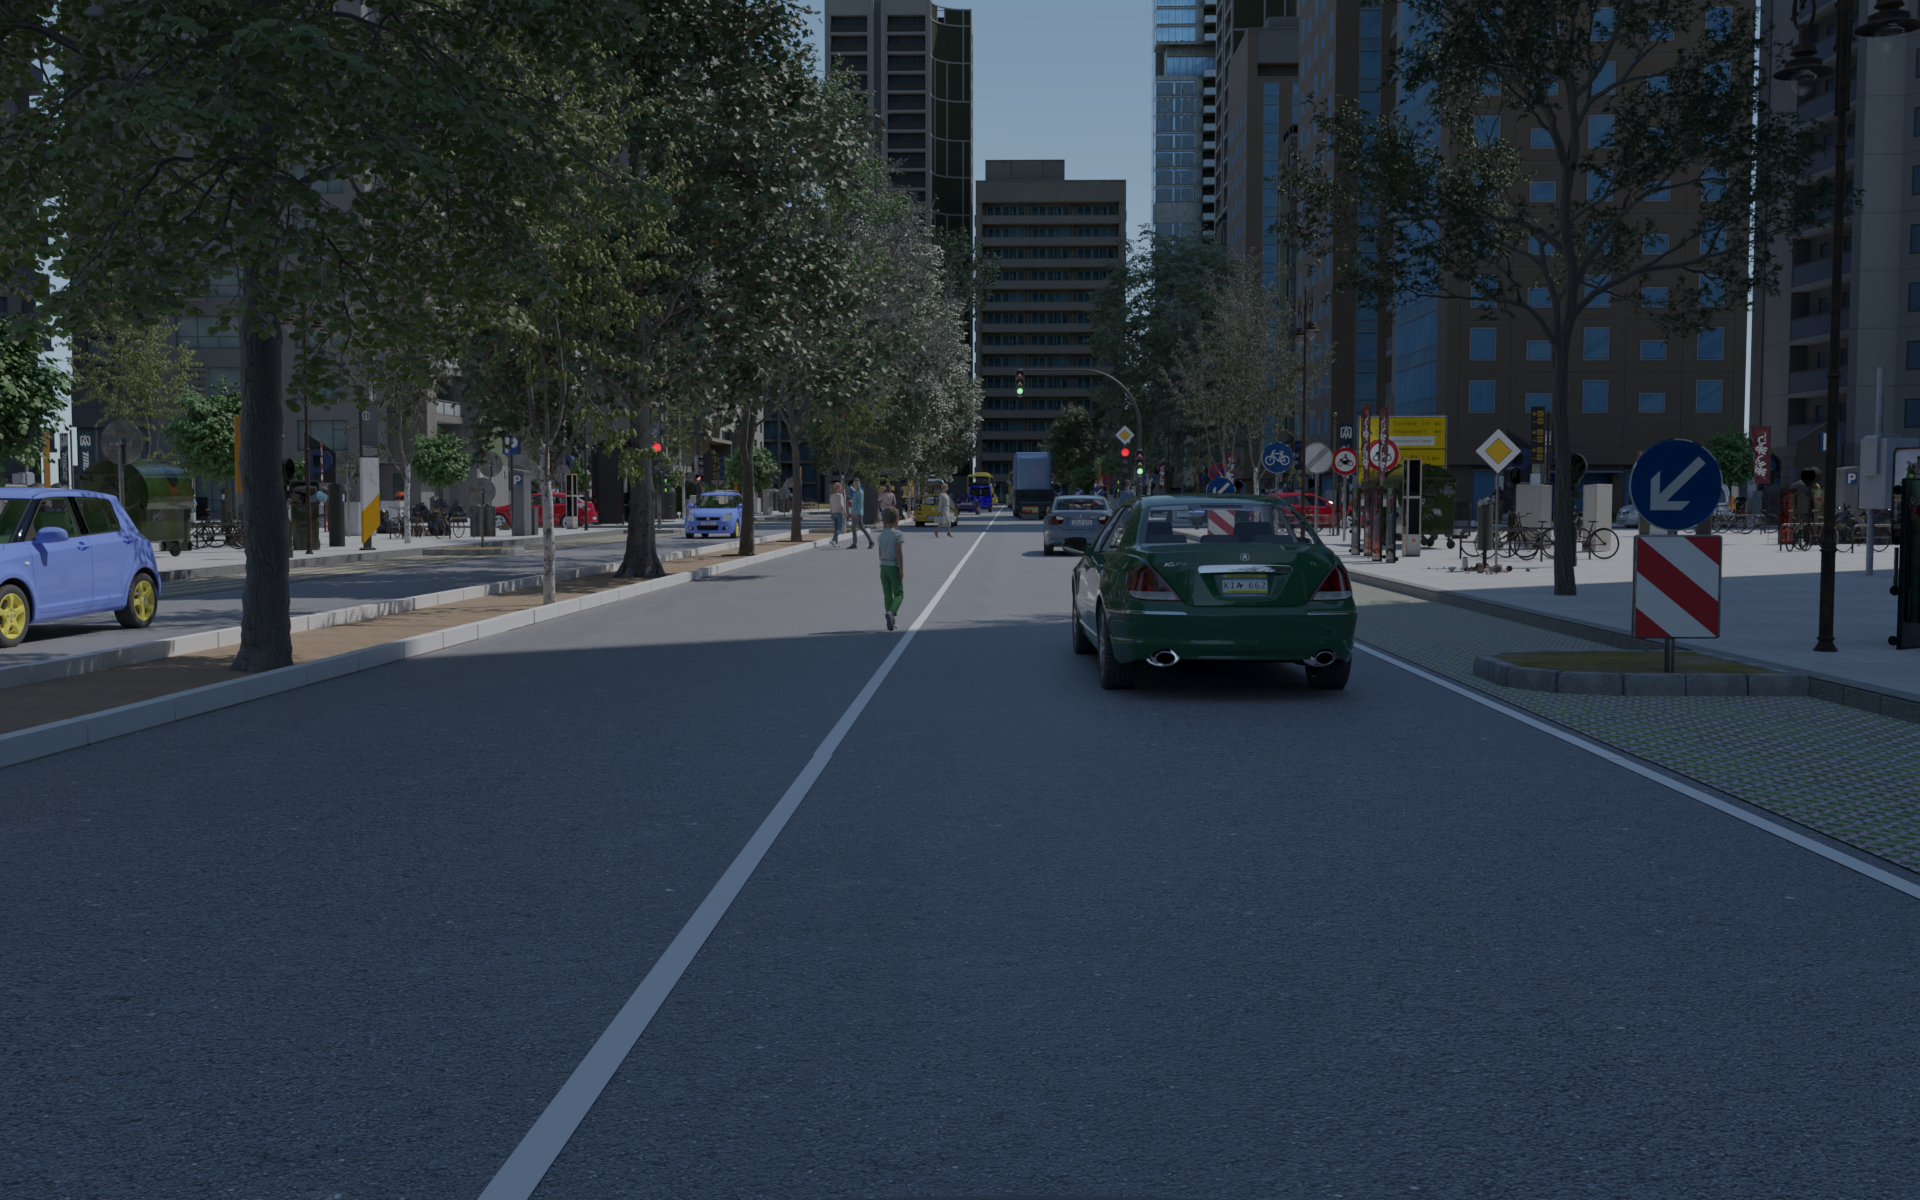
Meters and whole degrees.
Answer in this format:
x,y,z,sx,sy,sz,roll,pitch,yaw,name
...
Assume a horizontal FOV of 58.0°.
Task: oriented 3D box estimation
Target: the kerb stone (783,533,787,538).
x,y,z,sx,sy,sz,roll,pitch,yaw,name
-5.750,-2.041,55.563,0.120,0.150,1.000,0,4,2,kerb stone

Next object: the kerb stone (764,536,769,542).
x,y,z,sx,sy,sz,roll,pitch,yaw,name
-5.880,-1.786,51.461,0.120,0.150,1.000,0,4,2,kerb stone

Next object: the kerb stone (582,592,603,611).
x,y,z,sx,sy,sz,roll,pitch,yaw,name
-4.678,0.031,21.681,0.120,0.150,1.000,0,4,2,kerb stone

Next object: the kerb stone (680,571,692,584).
x,y,z,sx,sy,sz,roll,pitch,yaw,name
-4.493,-0.345,27.835,0.120,0.150,1.000,0,4,2,kerb stone

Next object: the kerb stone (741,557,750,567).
x,y,z,sx,sy,sz,roll,pitch,yaw,name
-4.312,-0.722,33.999,0.120,0.150,1.000,0,4,2,kerb stone

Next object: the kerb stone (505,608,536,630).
x,y,z,sx,sy,sz,roll,pitch,yaw,name
-4.779,0.220,18.603,0.120,0.150,1.000,0,4,2,kerb stone

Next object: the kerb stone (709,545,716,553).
x,y,z,sx,sy,sz,roll,pitch,yaw,name
-6.156,-1.224,42.237,0.120,0.150,1.000,0,4,2,kerb stone

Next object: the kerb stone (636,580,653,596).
x,y,z,sx,sy,sz,roll,pitch,yaw,name
-4.584,-0.156,24.751,0.120,0.150,1.000,0,4,2,kerb stone

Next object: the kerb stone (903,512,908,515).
x,y,z,sx,sy,sz,roll,pitch,yaw,name
-3.763,-6.079,121.676,0.120,0.150,1.000,0,4,2,kerb stone

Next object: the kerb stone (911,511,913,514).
x,y,z,sx,sy,sz,roll,pitch,yaw,name
-3.662,-6.271,124.752,0.120,0.150,1.000,0,4,2,kerb stone

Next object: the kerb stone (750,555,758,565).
x,y,z,sx,sy,sz,roll,pitch,yaw,name
-4.277,-0.780,35.023,0.120,0.150,1.000,0,4,2,kerb stone

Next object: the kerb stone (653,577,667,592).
x,y,z,sx,sy,sz,roll,pitch,yaw,name
-4.553,-0.218,25.782,0.120,0.150,1.000,0,4,2,kerb stone

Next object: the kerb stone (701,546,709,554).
x,y,z,sx,sy,sz,roll,pitch,yaw,name
-6.182,-1.163,41.211,0.120,0.150,1.000,0,4,2,kerb stone

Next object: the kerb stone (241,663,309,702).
x,y,z,sx,sy,sz,roll,pitch,yaw,name
-4.956,0.597,12.440,0.120,0.150,1.000,0,4,2,kerb stone

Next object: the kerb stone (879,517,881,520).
x,y,z,sx,sy,sz,roll,pitch,yaw,name
-4.439,-4.703,99.145,0.120,0.150,1.000,0,4,2,kerb stone

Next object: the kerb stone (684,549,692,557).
x,y,z,sx,sy,sz,roll,pitch,yaw,name
-6.258,-1.037,39.156,0.120,0.150,1.000,0,4,2,kerb stone

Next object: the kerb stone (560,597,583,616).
x,y,z,sx,sy,sz,roll,pitch,yaw,name
-4.712,0.094,20.657,0.120,0.150,1.000,0,4,2,kerb stone

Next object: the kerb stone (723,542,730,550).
x,y,z,sx,sy,sz,roll,pitch,yaw,name
-6.097,-1.351,44.280,0.120,0.150,1.000,0,4,2,kerb stone

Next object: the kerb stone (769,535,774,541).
x,y,z,sx,sy,sz,roll,pitch,yaw,name
-5.856,-1.853,52.486,0.120,0.150,1.000,0,4,2,kerb stone

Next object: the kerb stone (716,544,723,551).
x,y,z,sx,sy,sz,roll,pitch,yaw,name
-6.127,-1.284,43.259,0.120,0.150,1.000,0,4,2,kerb stone

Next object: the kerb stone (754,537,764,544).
x,y,z,sx,sy,sz,roll,pitch,yaw,name
-5.913,-1.726,50.438,0.120,0.150,1.000,0,4,2,kerb stone

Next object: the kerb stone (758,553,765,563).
x,y,z,sx,sy,sz,roll,pitch,yaw,name
-4.242,-0.842,36.045,0.120,0.150,1.000,0,4,2,kerb stone

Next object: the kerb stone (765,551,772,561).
x,y,z,sx,sy,sz,roll,pitch,yaw,name
-4.212,-0.910,37.076,0.120,0.150,1.000,0,4,2,kerb stone

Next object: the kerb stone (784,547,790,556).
x,y,z,sx,sy,sz,roll,pitch,yaw,name
-4.119,-1.099,40.159,0.120,0.150,1.000,0,4,2,kerb stone

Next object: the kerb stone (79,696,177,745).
x,y,z,sx,sy,sz,roll,pitch,yaw,name
-5.016,0.723,10.397,0.120,0.150,1.000,0,4,2,kerb stone

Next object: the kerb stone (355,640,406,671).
x,y,z,sx,sy,sz,roll,pitch,yaw,name
-4.895,0.471,14.495,0.120,0.150,1.000,0,4,2,kerb stone

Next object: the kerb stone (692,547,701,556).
x,y,z,sx,sy,sz,roll,pitch,yaw,name
-6.218,-1.098,40.178,0.120,0.150,1.000,0,4,2,kerb stone

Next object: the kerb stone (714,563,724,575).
x,y,z,sx,sy,sz,roll,pitch,yaw,name
-4.398,-0.533,30.917,0.120,0.150,1.000,0,4,2,kerb stone

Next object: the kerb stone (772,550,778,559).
x,y,z,sx,sy,sz,roll,pitch,yaw,name
-4.188,-0.973,38.104,0.120,0.150,1.000,0,4,2,kerb stone

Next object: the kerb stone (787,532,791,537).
x,y,z,sx,sy,sz,roll,pitch,yaw,name
-5.724,-2.103,56.585,0.120,0.150,1.000,0,4,2,kerb stone

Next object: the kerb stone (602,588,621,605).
x,y,z,sx,sy,sz,roll,pitch,yaw,name
-4.649,-0.031,22.703,0.120,0.150,1.000,0,4,2,kerb stone

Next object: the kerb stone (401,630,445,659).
x,y,z,sx,sy,sz,roll,pitch,yaw,name
-4.862,0.408,15.525,0.120,0.150,1.000,0,4,2,kerb stone

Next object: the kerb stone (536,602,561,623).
x,y,z,sx,sy,sz,roll,pitch,yaw,name
-4.739,0.157,19.636,0.120,0.150,1.000,0,4,2,kerb stone

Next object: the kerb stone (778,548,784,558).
x,y,z,sx,sy,sz,roll,pitch,yaw,name
-4.149,-1.036,39.128,0.120,0.150,1.000,0,4,2,kerb stone

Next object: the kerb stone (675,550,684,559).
x,y,z,sx,sy,sz,roll,pitch,yaw,name
-6.284,-0.974,38.119,0.120,0.150,1.000,0,4,2,kerb stone

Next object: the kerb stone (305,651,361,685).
x,y,z,sx,sy,sz,roll,pitch,yaw,name
-4.928,0.536,13.462,0.120,0.150,1.000,0,4,2,kerb stone

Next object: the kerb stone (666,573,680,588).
x,y,z,sx,sy,sz,roll,pitch,yaw,name
-4.523,-0.281,26.813,0.120,0.150,1.000,0,4,2,kerb stone

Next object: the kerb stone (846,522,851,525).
x,y,z,sx,sy,sz,roll,pitch,yaw,name
-5.033,-3.514,79.656,0.120,0.150,1.000,0,4,2,kerb stone

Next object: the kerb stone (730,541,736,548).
x,y,z,sx,sy,sz,roll,pitch,yaw,name
-6.064,-1.414,45.311,0.120,0.150,1.000,0,4,2,kerb stone

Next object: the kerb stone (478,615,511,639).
x,y,z,sx,sy,sz,roll,pitch,yaw,name
-4.794,0.284,17.581,0.120,0.150,1.000,0,4,2,kerb stone

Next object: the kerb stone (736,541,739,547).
x,y,z,sx,sy,sz,roll,pitch,yaw,name
-6.035,-1.477,46.337,0.120,0.150,1.000,0,4,2,kerb stone

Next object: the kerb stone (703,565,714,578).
x,y,z,sx,sy,sz,roll,pitch,yaw,name
-4.436,-0.471,29.891,0.120,0.150,1.000,0,4,2,kerb stone

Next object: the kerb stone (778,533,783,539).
x,y,z,sx,sy,sz,roll,pitch,yaw,name
-5.787,-1.978,54.540,0.120,0.150,1.000,0,4,2,kerb stone

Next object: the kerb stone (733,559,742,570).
x,y,z,sx,sy,sz,roll,pitch,yaw,name
-4.338,-0.657,32.964,0.120,0.150,1.000,0,4,2,kerb stone

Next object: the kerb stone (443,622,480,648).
x,y,z,sx,sy,sz,roll,pitch,yaw,name
-4.830,0.345,16.557,0.120,0.150,1.000,0,4,2,kerb stone

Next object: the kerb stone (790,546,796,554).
x,y,z,sx,sy,sz,roll,pitch,yaw,name
-4.093,-1.161,41.185,0.120,0.150,1.000,0,4,2,kerb stone

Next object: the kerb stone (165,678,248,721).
x,y,z,sx,sy,sz,roll,pitch,yaw,name
-4.990,0.659,11.419,0.120,0.150,1.000,0,4,2,kerb stone

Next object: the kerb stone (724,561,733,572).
x,y,z,sx,sy,sz,roll,pitch,yaw,name
-4.370,-0.596,31.939,0.120,0.150,1.000,0,4,2,kerb stone

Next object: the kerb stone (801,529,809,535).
x,y,z,sx,sy,sz,roll,pitch,yaw,name
-5.543,-2.478,62.747,0.120,0.150,1.000,0,4,2,kerb stone

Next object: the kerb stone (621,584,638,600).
x,y,z,sx,sy,sz,roll,pitch,yaw,name
-4.612,-0.090,23.724,0.120,0.150,1.000,0,4,2,kerb stone

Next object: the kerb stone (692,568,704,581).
x,y,z,sx,sy,sz,roll,pitch,yaw,name
-4.465,-0.402,28.864,0.120,0.150,1.000,0,4,2,kerb stone

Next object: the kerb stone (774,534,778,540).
x,y,z,sx,sy,sz,roll,pitch,yaw,name
-5.815,-1.914,53.513,0.120,0.150,1.000,0,4,2,kerb stone

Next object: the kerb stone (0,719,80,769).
x,y,z,sx,sy,sz,roll,pitch,yaw,name
-5.047,0.785,9.364,0.120,0.150,1.000,0,4,2,kerb stone
